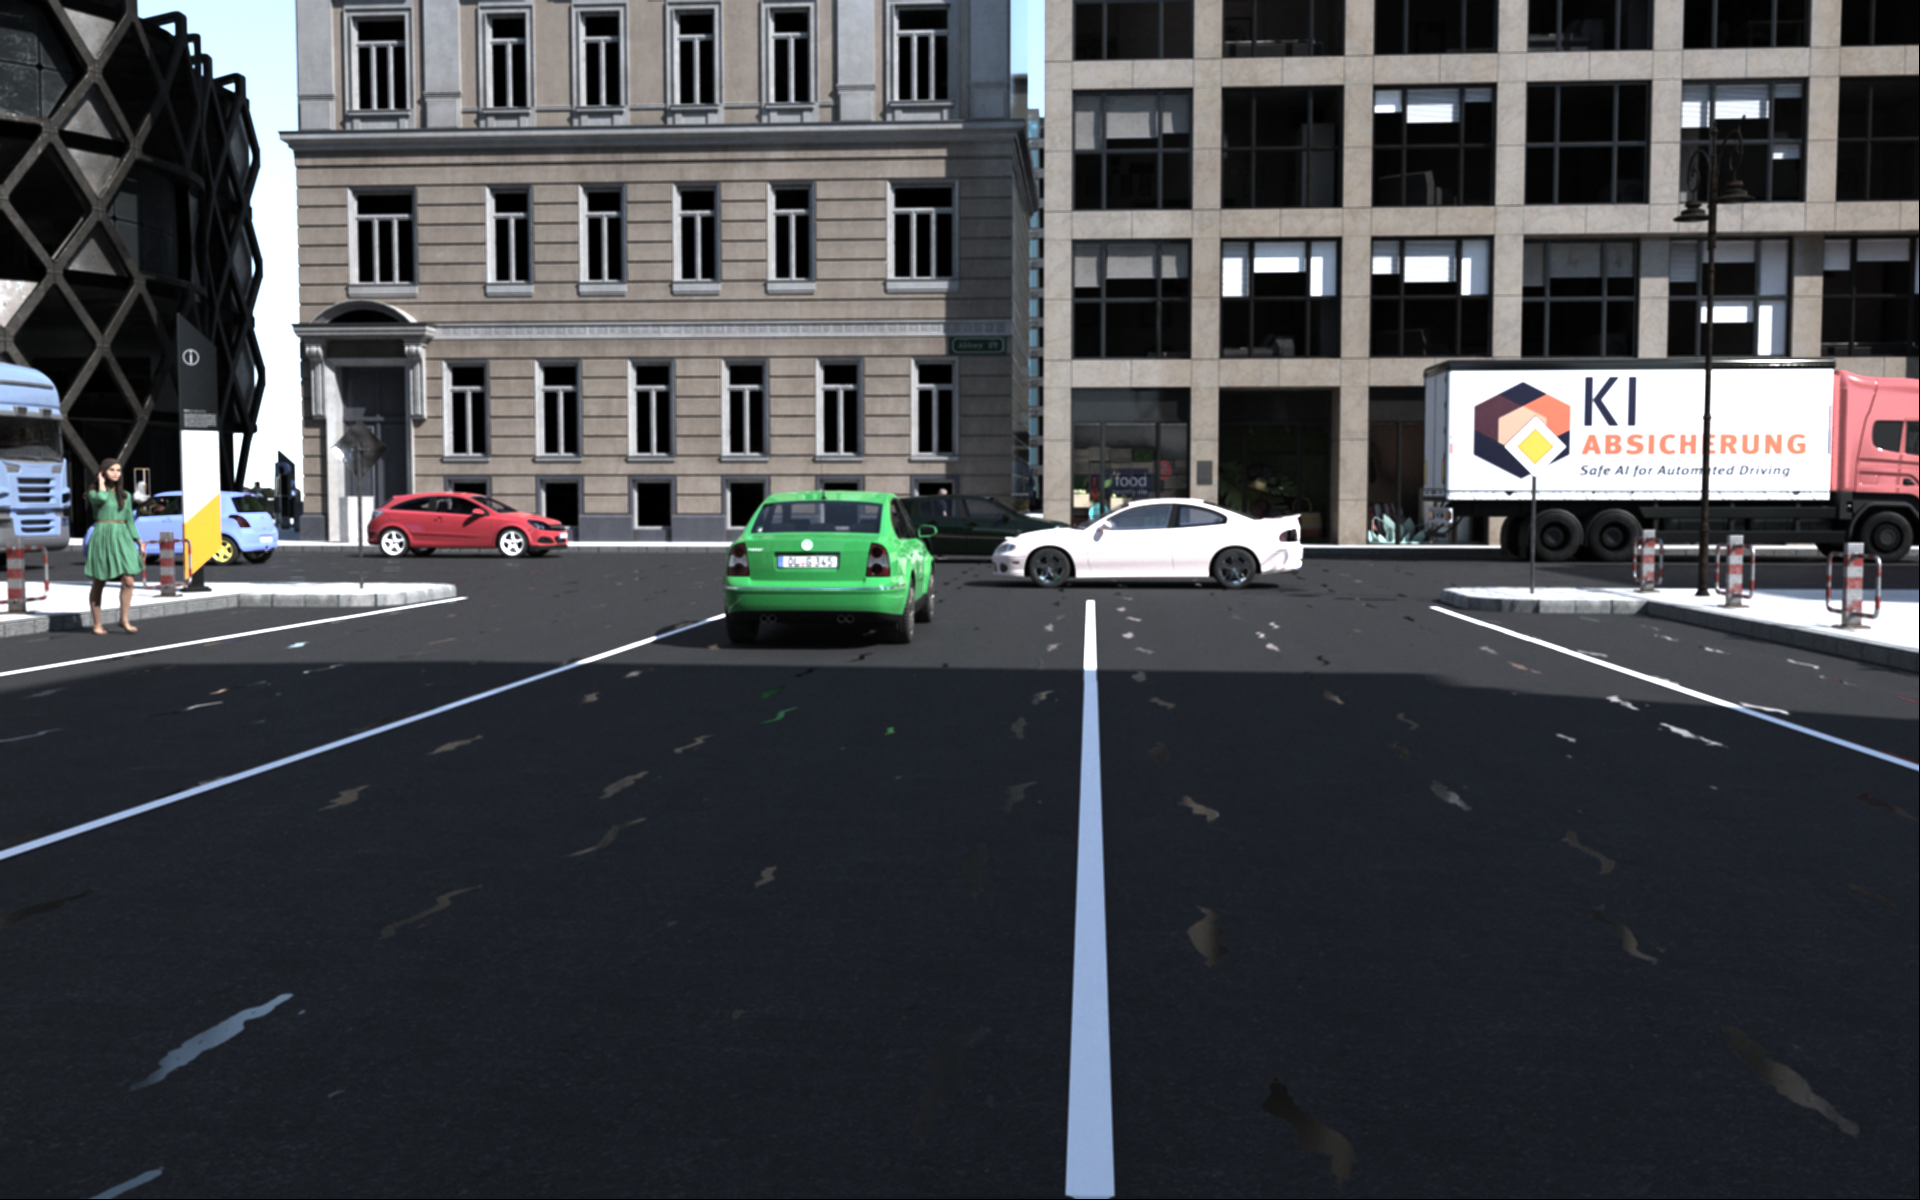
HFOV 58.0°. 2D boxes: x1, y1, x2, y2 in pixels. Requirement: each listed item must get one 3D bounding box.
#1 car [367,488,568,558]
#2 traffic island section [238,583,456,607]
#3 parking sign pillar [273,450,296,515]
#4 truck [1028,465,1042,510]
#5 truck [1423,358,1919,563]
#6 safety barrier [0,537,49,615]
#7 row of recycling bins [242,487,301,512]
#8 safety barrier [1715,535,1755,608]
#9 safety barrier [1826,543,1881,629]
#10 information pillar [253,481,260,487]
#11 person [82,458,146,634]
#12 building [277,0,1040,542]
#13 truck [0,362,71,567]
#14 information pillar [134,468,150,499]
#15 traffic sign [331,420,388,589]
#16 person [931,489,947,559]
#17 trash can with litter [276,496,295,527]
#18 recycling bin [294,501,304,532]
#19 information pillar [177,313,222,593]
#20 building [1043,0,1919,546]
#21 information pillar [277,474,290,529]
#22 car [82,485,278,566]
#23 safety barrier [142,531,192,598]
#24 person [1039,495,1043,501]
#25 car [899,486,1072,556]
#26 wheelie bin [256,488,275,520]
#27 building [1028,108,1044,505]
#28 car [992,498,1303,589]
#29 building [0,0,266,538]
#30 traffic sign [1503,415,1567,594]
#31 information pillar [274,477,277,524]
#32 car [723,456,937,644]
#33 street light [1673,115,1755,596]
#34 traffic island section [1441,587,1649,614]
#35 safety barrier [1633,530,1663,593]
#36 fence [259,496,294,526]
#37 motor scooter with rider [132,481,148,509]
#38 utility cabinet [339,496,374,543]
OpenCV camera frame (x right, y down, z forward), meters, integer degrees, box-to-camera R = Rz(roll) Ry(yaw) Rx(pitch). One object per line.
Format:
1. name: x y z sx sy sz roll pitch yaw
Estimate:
1. car: -11.207 -1.868 39.585 4.494 1.783 2.155 0 4 5
2. traffic island section: -8.123 -0.071 23.449 2.009 0.180 2.903 0 4 4
3. parking sign pillar: -41.131 -7.162 105.565 1.447 3.967 1.447 2 4 25
4. truck: 6.157 -10.765 165.766 2.967 4.110 18.799 0 4 6
5. truck: 15.844 -2.947 37.102 11.283 4.237 2.839 0 4 4
6. safety barrier: -10.076 -0.258 18.487 0.300 0.817 1.120 0 4 4
7. row of recycling bins: -43.108 -6.237 109.089 1.069 1.692 3.534 2 4 34
8. safety barrier: 8.753 -0.324 19.578 0.300 0.817 1.120 0 4 4
9. safety barrier: 8.523 -0.138 16.537 0.300 0.817 1.120 0 4 4
10. information pillar: -39.958 -5.748 98.477 0.304 2.012 0.304 -3 4 -38
11. person: -8.681 -0.549 17.727 0.529 1.795 0.600 2 4 25
12. building: -7.777 -16.253 51.643 20.117 28.700 13.634 0 4 4
13. truck: -25.903 -2.641 32.941 18.799 4.110 2.967 0 4 4
14. information pillar: -23.347 -2.751 49.476 0.304 2.012 0.304 0 4 2
15. traffic sign: -8.099 -1.207 23.385 0.795 2.450 0.064 0 4 4
16. person: -0.488 -1.681 38.190 0.471 1.553 0.569 0 4 2
17. trash can with litter: -25.759 -3.419 66.964 2.233 1.210 1.678 2 4 35
18. recycling bin: -22.441 -2.870 59.479 0.722 1.027 0.722 -1 4 -12
19. information pillar: -9.967 -1.916 22.674 0.183 3.616 0.504 3 5 45
20. building: 19.776 -15.103 51.451 34.151 26.468 19.350 0 4 4
21. information pillar: -24.856 -3.623 63.731 0.304 2.012 0.304 -2 4 -25
22. car: -16.003 -1.585 35.505 3.694 1.707 1.945 0 4 3
23. safety barrier: -9.848 -0.443 21.521 0.300 0.817 1.120 0 4 4
24. person: 6.208 -7.076 124.205 1.348 1.822 0.705 -2 4 -33
25. car: 0.418 -1.637 36.556 4.222 1.686 2.009 0 4 4
26. wheelie bin: -34.582 -4.787 86.181 0.693 1.594 0.980 1 4 16
27. building: -2.856 -36.400 214.741 30.456 49.044 23.786 0 4 4
28. car: 2.905 -0.899 27.069 4.827 1.381 2.083 0 4 6
29. building: -31.848 -11.400 53.839 16.811 18.784 16.820 0 4 4
30. traffic sign: 7.350 -1.135 22.200 0.795 2.450 0.064 0 4 4
31. information pillar: -29.409 -4.302 74.824 0.304 2.012 0.304 -3 5 -44
32. car: -1.259 -0.563 18.007 1.959 1.807 4.718 0 4 3
33. street light: 9.358 -2.988 21.647 0.468 5.910 1.993 0 4 4
34. traffic island section: 7.374 0.000 22.275 2.009 0.180 2.903 0 4 4
35. safety barrier: 8.981 -0.510 22.621 0.300 0.817 1.120 0 4 4
36. fence: -27.639 -3.586 69.841 2.264 1.192 0.480 3 4 36
37. motor scooter with rider: -19.315 -1.983 41.387 1.986 1.779 0.876 0 4 3
38. utility cabinet: -15.864 -2.103 45.544 0.306 1.237 1.020 1 4 21
